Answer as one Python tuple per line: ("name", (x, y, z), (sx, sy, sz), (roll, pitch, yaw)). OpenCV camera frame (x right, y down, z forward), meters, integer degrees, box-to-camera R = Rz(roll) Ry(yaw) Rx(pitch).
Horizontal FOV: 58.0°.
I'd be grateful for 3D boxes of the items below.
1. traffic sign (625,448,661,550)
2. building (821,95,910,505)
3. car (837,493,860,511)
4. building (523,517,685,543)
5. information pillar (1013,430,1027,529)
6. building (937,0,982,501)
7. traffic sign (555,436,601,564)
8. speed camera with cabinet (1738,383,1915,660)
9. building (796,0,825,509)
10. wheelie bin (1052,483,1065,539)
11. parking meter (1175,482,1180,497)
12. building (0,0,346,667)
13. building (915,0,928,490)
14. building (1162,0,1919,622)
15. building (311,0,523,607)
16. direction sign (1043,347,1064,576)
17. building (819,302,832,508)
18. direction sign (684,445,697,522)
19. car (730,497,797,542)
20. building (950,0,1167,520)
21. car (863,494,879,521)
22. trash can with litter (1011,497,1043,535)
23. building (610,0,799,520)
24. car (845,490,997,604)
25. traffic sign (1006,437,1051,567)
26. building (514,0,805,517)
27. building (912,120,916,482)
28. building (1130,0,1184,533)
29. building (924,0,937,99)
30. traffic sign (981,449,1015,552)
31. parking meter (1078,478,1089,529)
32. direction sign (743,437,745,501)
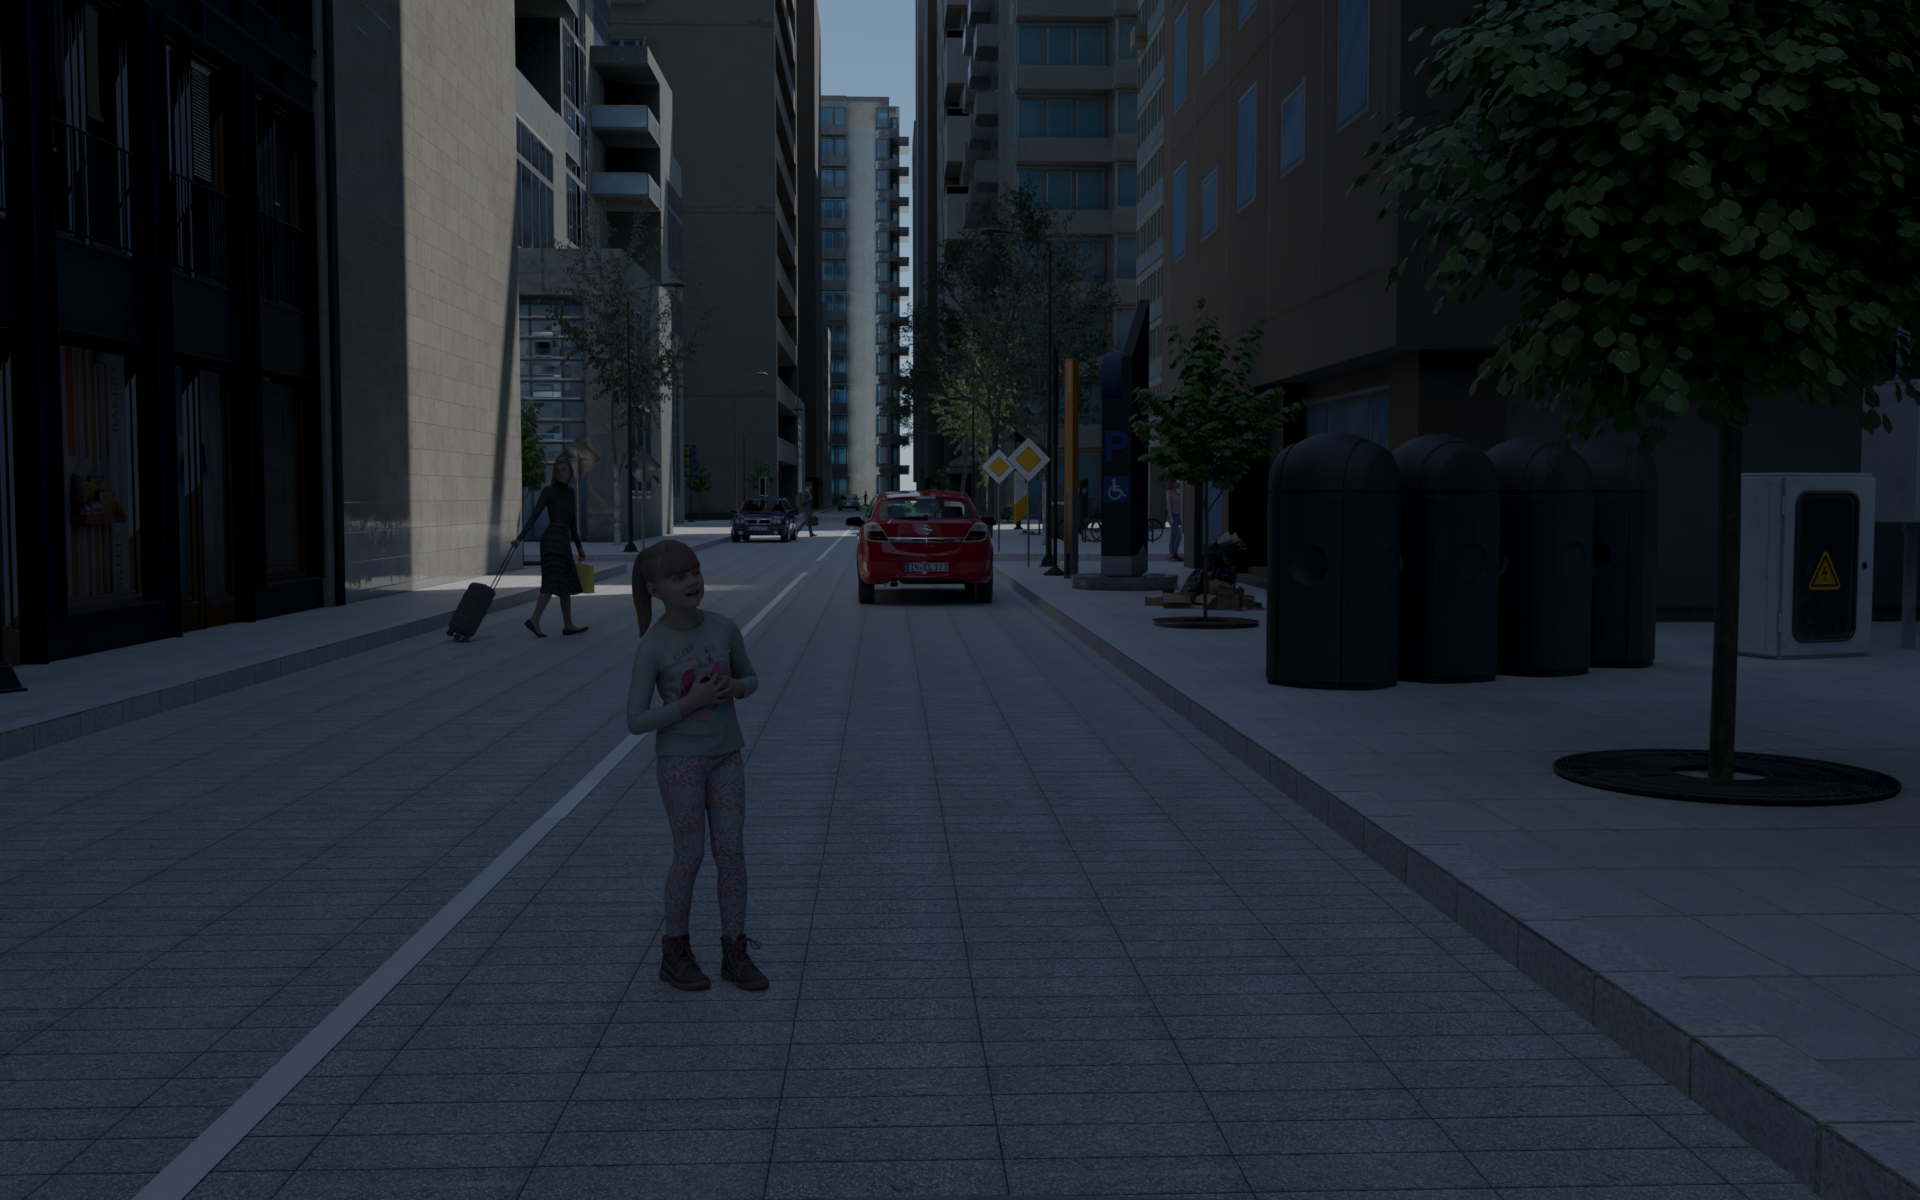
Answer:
("traffic sign", (-6.977, -2.110, 38.135), (0.795, 2.450, 0.064), (0, 4, -2))
("building", (-21.351, -35.947, 207.342), (30.456, 49.044, 23.786), (0, 4, -2))
("car", (-9.471, -8.496, 147.707), (1.959, 1.807, 4.718), (0, 4, -1))
("building", (-20.690, -45.600, 58.226), (22.319, 86.520, 31.000), (0, 4, -2))
("information pillar", (2.213, -4.390, 63.127), (0.504, 3.616, 0.183), (-1, 4, -11))
("building", (12.020, -33.252, 132.910), (28.713, 52.752, 27.495), (0, 4, -2))
("traffic sign", (-6.637, -1.622, 30.157), (0.795, 2.450, 0.064), (0, 4, -2))
("speed camera with cabinet", (7.158, -1.193, 13.847), (2.038, 3.252, 0.660), (-1, 4, -20))
("building", (-19.171, -30.591, 150.280), (14.600, 45.320, 14.200), (0, 4, -2))
("wheelie bin", (2.874, -2.545, 49.523), (0.980, 1.594, 0.693), (2, 4, 24))
("parking meter", (9.082, -4.104, 72.812), (0.255, 1.863, 0.399), (0, 4, -8))
("building", (-12.904, -11.100, 11.157), (12.332, 23.373, 15.834), (0, 4, -2))
("building", (6.000, -38.717, 175.015), (21.231, 58.520, 28.212), (0, 4, -2))
("building", (10.776, -22.793, 22.774), (14.600, 45.320, 14.200), (0, 4, -2))
("building", (-15.753, -10.342, 23.849), (16.860, 20.320, 10.420), (0, 4, -2))
("direction sign", (1.501, -2.155, 27.225), (0.379, 3.537, 0.876), (0, 4, 7))
("building", (-27.904, -20.198, 175.273), (28.899, 21.520, 27.650), (0, 4, -2))
("direction sign", (-12.396, -5.363, 79.676), (0.379, 3.537, 0.876), (2, 4, 30))
("car", (-5.927, -2.444, 52.540), (1.945, 1.354, 3.894), (0, 4, -1))
("building", (11.607, -29.271, 98.194), (23.786, 49.044, 30.456), (0, 4, -2))
("car", (-2.529, -3.165, 63.539), (2.131, 1.459, 4.920), (0, 4, -1))
("trash can with litter", (2.490, -2.650, 54.390), (1.678, 1.210, 2.233), (-2, 4, -35))
("building", (-20.063, -28.745, 93.678), (21.300, 48.544, 21.600), (0, 4, -2))
("car", (-0.530, -0.925, 24.171), (2.155, 1.783, 4.494), (0, 4, -3))
("traffic sign", (1.201, -1.641, 30.469), (0.795, 2.450, 0.064), (0, 4, -2))
("building", (-22.465, -49.763, 126.304), (22.319, 86.520, 31.000), (0, 4, -2))
("building", (1.623, -33.844, 203.456), (14.200, 45.320, 14.600), (0, 4, -2))
("building", (18.508, -22.157, 54.150), (23.993, 40.220, 32.217), (0, 4, -2))
("building", (3.877, -30.813, 153.908), (14.600, 45.320, 14.200), (0, 4, -2))
("traffic sign", (0.861, -2.129, 38.446), (0.795, 2.450, 0.064), (0, 4, -2))
("parking meter", (4.439, -3.494, 62.842), (0.399, 1.863, 0.255), (-2, 4, -25))
("direction sign", (-8.652, -4.737, 69.452), (0.379, 3.537, 0.876), (0, 4, -4))
